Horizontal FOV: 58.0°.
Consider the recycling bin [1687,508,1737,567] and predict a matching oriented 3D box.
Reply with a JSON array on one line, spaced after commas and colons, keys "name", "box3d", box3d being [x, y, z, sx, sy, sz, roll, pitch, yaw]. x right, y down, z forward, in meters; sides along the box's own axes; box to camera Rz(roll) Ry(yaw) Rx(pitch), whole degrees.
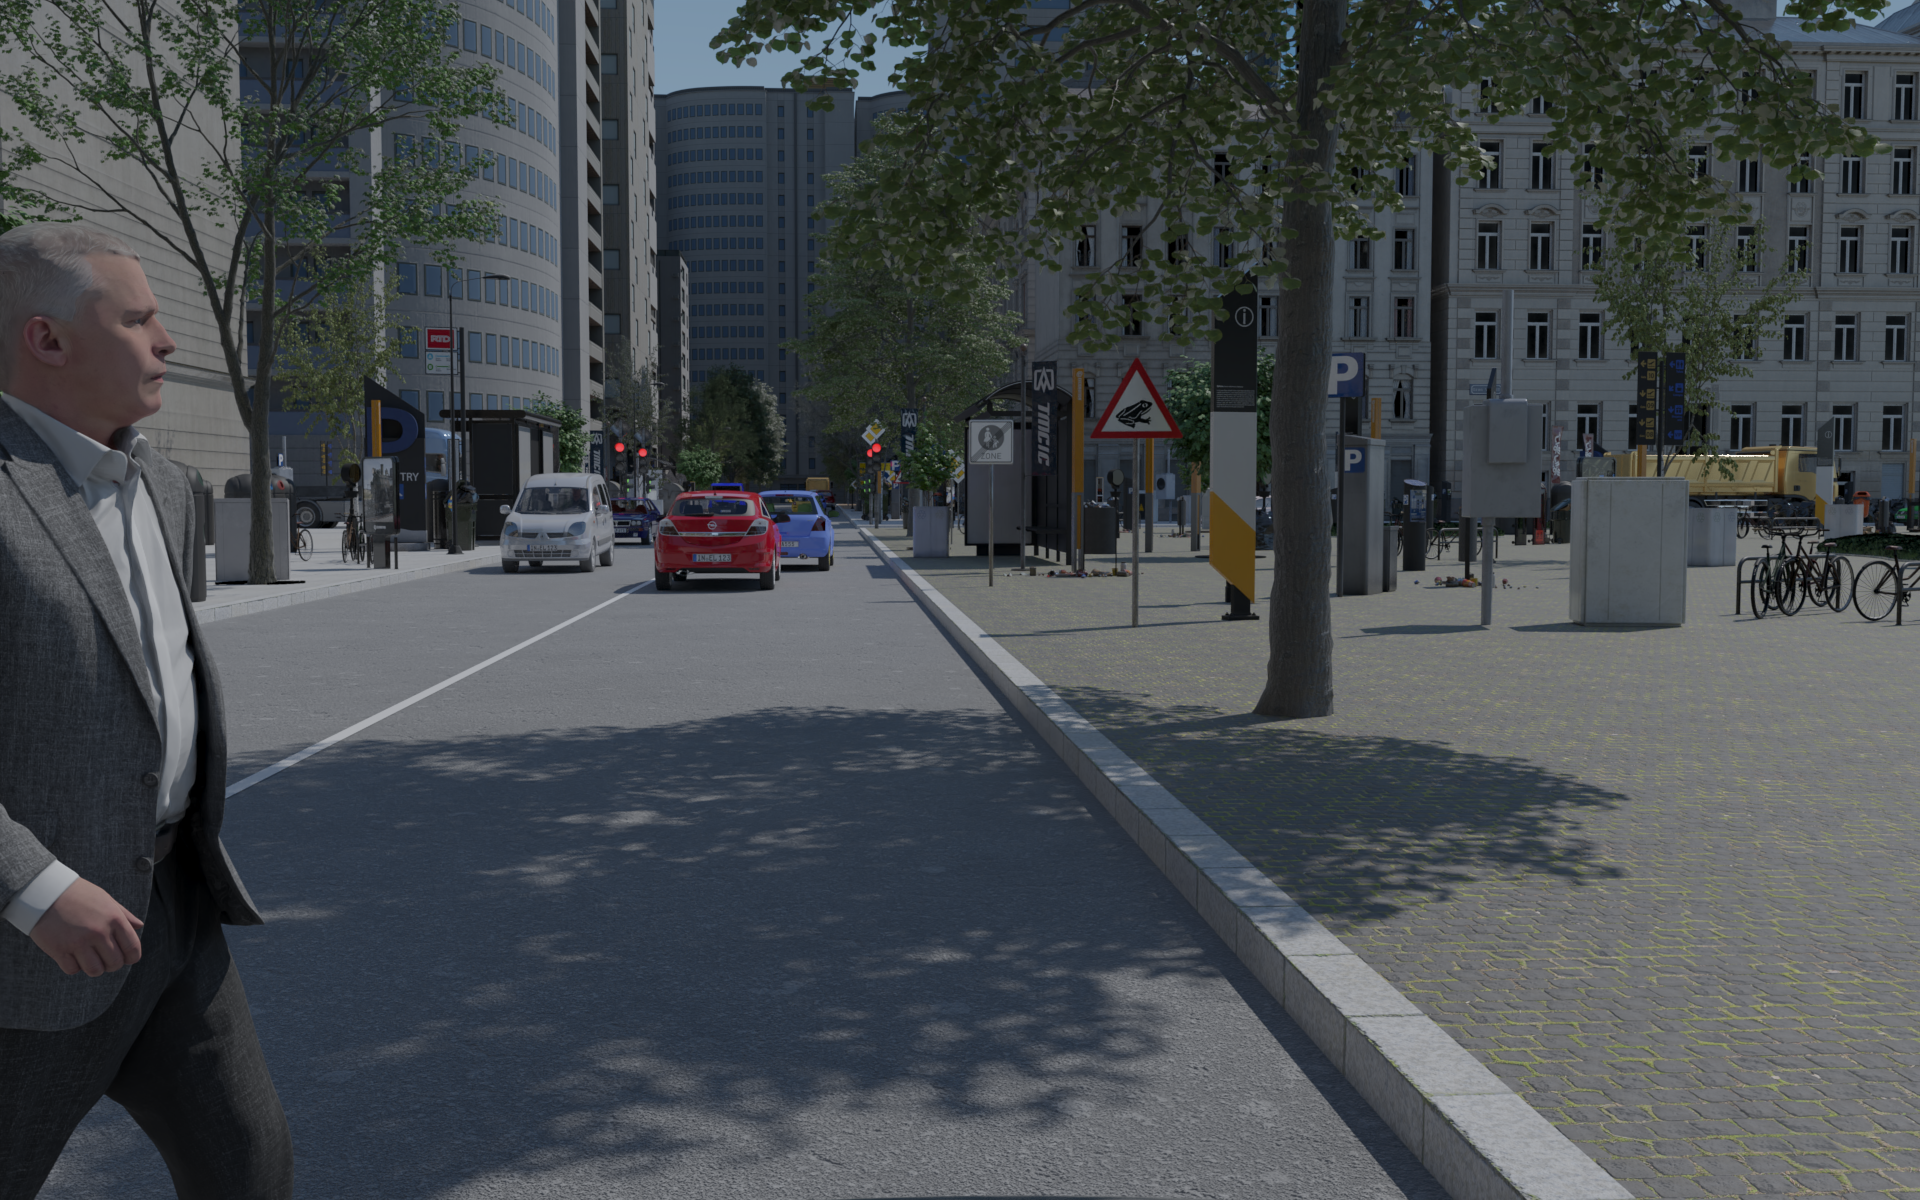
[{"name": "recycling bin", "box3d": [13.358, -1.127, 30.973, 0.722, 1.027, 0.722, -2, 4, -26]}]

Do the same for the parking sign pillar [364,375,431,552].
[{"name": "parking sign pillar", "box3d": [-12.738, -3.095, 39.081, 1.447, 3.967, 1.447, -1, 4, -14]}]

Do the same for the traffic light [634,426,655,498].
[{"name": "traffic light", "box3d": [-13.012, -5.043, 71.378, 0.839, 4.253, 0.868, 0, 4, -4]}]

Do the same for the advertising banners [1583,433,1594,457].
[{"name": "advertising banners", "box3d": [18.762, -3.325, 50.549, 2.074, 3.025, 0.090, -3, 4, -36]}]

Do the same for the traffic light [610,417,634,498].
[{"name": "traffic light", "box3d": [-12.396, -4.556, 63.417, 0.839, 4.253, 0.868, 0, 4, -4]}]

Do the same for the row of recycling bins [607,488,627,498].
[{"name": "row of recycling bins", "box3d": [-16.056, -4.502, 80.725, 1.069, 1.692, 3.534, 0, 4, -8]}]

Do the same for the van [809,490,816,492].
[{"name": "van", "box3d": [-14.148, -9.943, 169.584, 2.013, 2.044, 4.112, 0, 4, -5]}]

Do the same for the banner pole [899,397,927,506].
[{"name": "banner pole", "box3d": [-1.143, -3.339, 44.613, 0.863, 3.779, 0.401, -1, 4, -17]}]

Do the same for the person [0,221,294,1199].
[{"name": "person", "box3d": [-1.099, 0.404, 2.297, 0.834, 1.777, 0.661, 0, 4, -1]}]

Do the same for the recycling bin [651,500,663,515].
[{"name": "recycling bin", "box3d": [-13.638, -3.968, 77.423, 0.722, 1.027, 0.722, -1, 4, -9]}]

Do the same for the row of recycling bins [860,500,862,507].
[{"name": "row of recycling bins", "box3d": [-6.860, -7.946, 137.027, 1.069, 1.692, 3.534, 2, 4, 27]}]

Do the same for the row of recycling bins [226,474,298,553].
[{"name": "row of recycling bins", "box3d": [-14.829, -1.809, 36.693, 1.069, 1.692, 3.534, -1, 4, -10]}]

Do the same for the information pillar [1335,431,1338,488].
[{"name": "information pillar", "box3d": [14.008, -4.459, 64.257, 0.183, 3.616, 0.504, 0, 4, -2]}]

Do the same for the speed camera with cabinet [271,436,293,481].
[{"name": "speed camera with cabinet", "box3d": [-23.790, -3.988, 59.542, 2.038, 3.252, 0.660, 2, 4, 34]}]

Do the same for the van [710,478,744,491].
[{"name": "van", "box3d": [-12.828, -5.565, 95.377, 2.240, 2.365, 5.245, 0, 4, -6]}]

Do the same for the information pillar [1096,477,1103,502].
[{"name": "information pillar", "box3d": [6.115, -4.362, 75.809, 0.304, 2.012, 0.304, 0, 4, 2]}]

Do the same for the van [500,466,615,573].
[{"name": "van", "box3d": [-7.623, -1.589, 32.988, 2.013, 2.044, 4.112, 0, 4, -4]}]

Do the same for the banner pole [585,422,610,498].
[{"name": "banner pole", "box3d": [-12.367, -4.268, 59.807, 0.863, 3.779, 0.401, -1, 4, -18]}]

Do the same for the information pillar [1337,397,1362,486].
[{"name": "information pillar", "box3d": [6.972, -2.410, 30.757, 0.183, 3.616, 0.504, -1, 4, -20]}]

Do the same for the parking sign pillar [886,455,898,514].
[{"name": "parking sign pillar", "box3d": [-4.729, -7.642, 113.412, 1.447, 3.967, 1.447, -3, 4, -36]}]

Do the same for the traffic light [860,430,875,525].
[{"name": "traffic light", "box3d": [-3.729, -5.088, 72.109, 0.839, 4.253, 0.868, 0, 4, -4]}]

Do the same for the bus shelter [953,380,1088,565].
[{"name": "bus shelter", "box3d": [1.062, -2.417, 33.445, 2.014, 3.302, 5.546, 0, 4, -4]}]

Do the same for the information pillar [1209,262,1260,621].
[{"name": "information pillar", "box3d": [2.783, -1.602, 17.545, 0.504, 3.616, 0.183, -1, 4, -15]}]

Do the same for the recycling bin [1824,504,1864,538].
[{"name": "recycling bin", "box3d": [21.383, -1.795, 41.908, 0.722, 1.027, 0.722, 3, 4, 39]}]

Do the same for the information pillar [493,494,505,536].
[{"name": "information pillar", "box3d": [-13.658, -2.865, 51.337, 0.304, 2.012, 0.304, 0, 4, -4]}]

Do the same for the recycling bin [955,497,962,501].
[{"name": "recycling bin", "box3d": [-0.322, -7.138, 129.265, 0.722, 1.027, 0.722, -3, 5, -41]}]

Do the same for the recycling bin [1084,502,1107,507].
[{"name": "recycling bin", "box3d": [4.104, -2.486, 53.193, 0.722, 1.027, 0.722, 1, 4, 13]}]

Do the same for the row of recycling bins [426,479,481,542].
[{"name": "row of recycling bins", "box3d": [-13.916, -2.482, 47.693, 1.069, 1.692, 3.534, 0, 4, -3]}]

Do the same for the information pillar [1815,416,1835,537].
[{"name": "information pillar", "box3d": [26.069, -3.720, 52.174, 0.183, 3.616, 0.504, -3, 5, -41]}]

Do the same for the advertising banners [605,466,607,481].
[{"name": "advertising banners", "box3d": [-22.095, -6.817, 107.642, 0.090, 3.025, 2.074, -1, 4, -20]}]

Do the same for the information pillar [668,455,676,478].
[{"name": "information pillar", "box3d": [-17.344, -6.912, 104.365, 0.183, 3.616, 0.504, 3, 5, 45]}]

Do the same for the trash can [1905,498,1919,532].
[{"name": "trash can", "box3d": [32.048, -2.834, 57.987, 0.748, 1.137, 0.748, 0, 3, 0]}]

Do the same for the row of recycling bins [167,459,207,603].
[{"name": "row of recycling bins", "box3d": [-9.516, -0.742, 19.243, 1.069, 1.692, 3.534, 0, 4, 2]}]

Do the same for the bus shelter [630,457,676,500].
[{"name": "bus shelter", "box3d": [-17.313, -6.361, 97.933, 2.014, 3.302, 5.546, 0, 4, -4]}]

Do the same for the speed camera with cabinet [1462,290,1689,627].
[{"name": "speed camera with cabinet", "box3d": [6.019, -1.386, 16.989, 2.038, 3.252, 0.660, 0, 4, 7]}]

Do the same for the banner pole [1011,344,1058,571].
[{"name": "banner pole", "box3d": [1.255, -2.372, 28.807, 0.863, 3.779, 0.401, 2, 4, 30]}]

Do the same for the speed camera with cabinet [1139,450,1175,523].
[{"name": "speed camera with cabinet", "box3d": [8.694, -5.081, 77.403, 0.660, 3.252, 2.038, -3, 4, -38]}]

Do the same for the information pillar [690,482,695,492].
[{"name": "information pillar", "box3d": [-16.052, -6.066, 103.674, 0.304, 2.012, 0.304, -2, 4, -34]}]

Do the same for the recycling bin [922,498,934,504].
[{"name": "recycling bin", "box3d": [-2.339, -6.767, 123.187, 0.722, 1.027, 0.722, 2, 4, 31]}]

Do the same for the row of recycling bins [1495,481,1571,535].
[{"name": "row of recycling bins", "box3d": [18.717, -2.930, 55.018, 3.534, 1.692, 1.069, 0, 4, 4]}]

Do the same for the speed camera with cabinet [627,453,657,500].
[{"name": "speed camera with cabinet", "box3d": [-15.455, -5.485, 84.011, 0.660, 3.252, 2.038, 1, 4, 18]}]

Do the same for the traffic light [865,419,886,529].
[{"name": "traffic light", "box3d": [-3.114, -4.601, 64.148, 0.839, 4.253, 0.868, 0, 4, -4]}]

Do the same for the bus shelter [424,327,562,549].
[{"name": "bus shelter", "box3d": [-11.948, -4.081, 44.357, 2.179, 5.291, 8.768, 0, 4, -5]}]

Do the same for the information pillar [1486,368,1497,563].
[{"name": "information pillar", "box3d": [9.789, -2.484, 31.972, 0.183, 3.616, 0.504, 2, 4, 28]}]

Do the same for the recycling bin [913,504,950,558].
[{"name": "recycling bin", "box3d": [-0.574, -1.378, 35.078, 0.722, 1.027, 0.722, 0, 4, 2]}]

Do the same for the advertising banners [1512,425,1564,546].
[{"name": "advertising banners", "box3d": [14.579, -2.901, 43.620, 2.074, 3.025, 0.090, -3, 4, -37]}]

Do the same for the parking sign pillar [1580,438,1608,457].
[{"name": "parking sign pillar", "box3d": [28.261, -5.429, 77.230, 1.447, 3.967, 1.447, -3, 4, -36]}]
